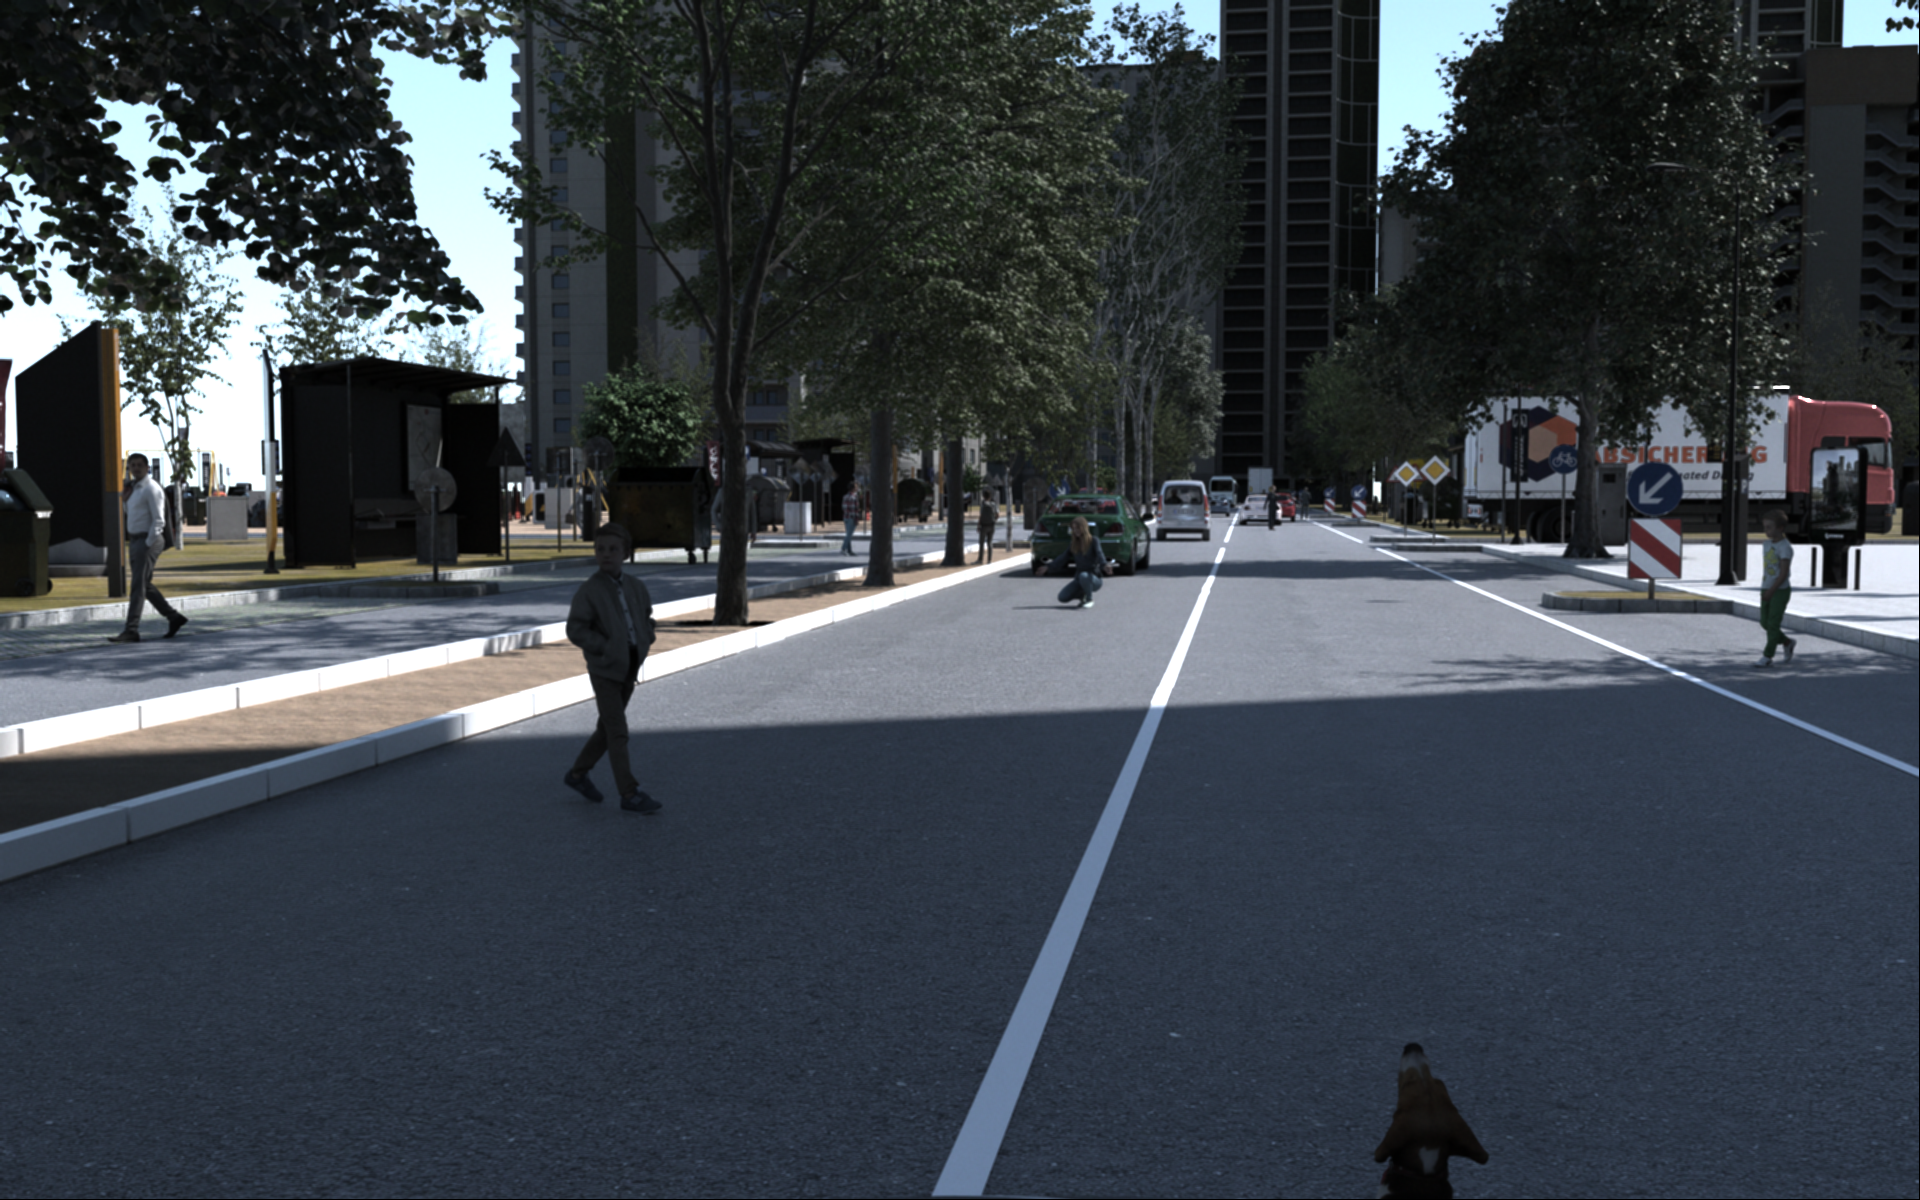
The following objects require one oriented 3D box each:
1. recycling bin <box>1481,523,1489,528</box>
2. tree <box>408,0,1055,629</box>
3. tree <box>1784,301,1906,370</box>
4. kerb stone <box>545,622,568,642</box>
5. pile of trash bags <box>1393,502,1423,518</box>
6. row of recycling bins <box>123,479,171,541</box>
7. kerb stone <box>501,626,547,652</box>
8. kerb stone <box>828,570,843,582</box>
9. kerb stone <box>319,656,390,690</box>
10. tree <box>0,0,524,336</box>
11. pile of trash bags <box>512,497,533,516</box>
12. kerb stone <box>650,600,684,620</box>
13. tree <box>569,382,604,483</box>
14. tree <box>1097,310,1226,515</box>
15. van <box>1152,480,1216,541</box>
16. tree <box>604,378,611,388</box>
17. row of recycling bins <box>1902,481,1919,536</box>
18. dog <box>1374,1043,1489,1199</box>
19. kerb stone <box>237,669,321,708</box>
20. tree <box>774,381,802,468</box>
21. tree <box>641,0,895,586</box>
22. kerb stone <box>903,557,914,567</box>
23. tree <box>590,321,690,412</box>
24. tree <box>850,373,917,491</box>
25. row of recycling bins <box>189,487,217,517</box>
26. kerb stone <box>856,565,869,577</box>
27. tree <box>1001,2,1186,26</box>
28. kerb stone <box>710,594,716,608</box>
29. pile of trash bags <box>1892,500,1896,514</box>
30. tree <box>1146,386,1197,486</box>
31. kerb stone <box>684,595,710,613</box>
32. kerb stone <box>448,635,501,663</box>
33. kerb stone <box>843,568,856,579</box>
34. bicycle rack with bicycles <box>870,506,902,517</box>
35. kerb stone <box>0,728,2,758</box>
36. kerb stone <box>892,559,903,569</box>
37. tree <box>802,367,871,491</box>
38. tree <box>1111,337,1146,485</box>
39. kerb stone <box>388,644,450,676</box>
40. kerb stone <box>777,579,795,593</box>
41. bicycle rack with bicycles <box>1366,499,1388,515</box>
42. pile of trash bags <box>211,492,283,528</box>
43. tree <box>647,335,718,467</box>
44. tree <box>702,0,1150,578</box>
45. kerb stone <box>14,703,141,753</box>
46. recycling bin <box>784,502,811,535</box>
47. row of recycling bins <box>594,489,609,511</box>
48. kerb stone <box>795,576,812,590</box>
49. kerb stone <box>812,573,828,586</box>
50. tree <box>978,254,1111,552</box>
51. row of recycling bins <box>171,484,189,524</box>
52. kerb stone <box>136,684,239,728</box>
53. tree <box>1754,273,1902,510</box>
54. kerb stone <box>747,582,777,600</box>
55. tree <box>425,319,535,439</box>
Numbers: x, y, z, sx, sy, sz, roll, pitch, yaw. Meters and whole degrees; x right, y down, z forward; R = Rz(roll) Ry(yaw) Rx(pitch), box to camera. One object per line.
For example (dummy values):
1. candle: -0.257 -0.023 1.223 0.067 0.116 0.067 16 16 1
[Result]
1. recycling bin: 20.512 -3.295 66.425 0.722 1.027 0.722 -2 4 -24
2. tree: -2.401 -5.513 18.358 9.928 11.665 9.643 0 3 0
3. tree: 35.913 -7.259 69.055 4.360 8.622 3.978 0 3 0
4. kerb stone: -3.946 0.313 17.078 0.120 0.150 1.000 1 4 9
5. pile of trash bags: 23.633 -4.910 90.035 1.912 1.369 3.447 1 4 9
6. row of recycling bins: -22.880 -2.428 46.813 1.069 1.692 3.534 0 4 5
7. kerb stone: -4.111 0.379 16.069 0.120 0.150 1.000 1 4 9
8. kerb stone: -2.126 -0.366 28.179 0.120 0.150 1.000 1 4 9
9. kerb stone: -4.611 0.564 13.040 0.120 0.150 1.000 1 4 9
10. tree: -4.821 -5.984 6.955 9.857 13.997 8.962 0 3 0
11. pile of trash bags: -25.473 -5.709 103.096 3.447 1.369 1.912 1 4 22
12. kerb stone: -3.448 0.128 20.103 0.120 0.150 1.000 1 4 9
13. tree: -23.085 -9.786 110.358 4.737 8.622 4.395 0 3 0
14. tree: 13.801 -12.843 119.088 9.857 13.997 8.962 0 3 0
15. van: 7.024 -2.893 54.308 2.013 2.044 4.112 1 4 8
16. tree: -15.491 -8.603 91.018 4.737 8.622 4.395 0 3 0
17. row of recycling bins: 31.086 -2.837 53.494 3.534 1.692 1.069 1 4 9
18. dog: 0.720 1.050 3.034 0.748 0.427 0.550 -2 4 -33
19. kerb stone: -4.774 0.622 12.031 0.120 0.150 1.000 1 4 9
20. tree: -8.288 -9.257 101.710 4.737 8.622 4.395 0 3 0
21. tree: -1.275 -6.512 27.053 7.486 12.596 7.792 0 3 0
22. kerb stone: -1.116 -0.731 34.244 0.120 0.150 1.000 1 4 9
23. tree: -13.245 -7.509 73.130 4.360 8.622 3.978 0 3 0
24. tree: -3.598 -8.338 86.685 4.360 8.622 3.978 0 3 0
25. row of recycling bins: -42.921 -5.424 95.798 3.534 1.692 1.069 -1 4 -13
26. kerb stone: -1.780 -0.484 30.199 0.120 0.150 1.000 1 4 9
27. tree: 3.749 -12.571 63.884 12.611 20.169 13.585 0 3 0
28. kerb stone: -3.110 0.007 22.119 0.120 0.150 1.000 1 4 9
29. pile of trash bags: 57.938 -6.161 110.482 3.447 1.369 1.912 3 5 41
30. tree: 13.214 -9.728 111.865 4.737 8.622 4.395 0 3 0
31. kerb stone: -3.284 0.066 21.112 0.120 0.150 1.000 1 4 9
32. kerb stone: -4.278 0.437 15.057 0.120 0.150 1.000 1 4 9
33. kerb stone: -1.958 -0.425 29.187 0.120 0.150 1.000 1 4 9
34. bicycle rack with bicycles: -4.163 -5.241 99.074 2.852 0.926 2.925 3 5 41
35. kerb stone: -5.287 0.808 8.980 0.120 0.150 1.000 1 4 9
36. kerb stone: -1.293 -0.673 33.237 0.120 0.150 1.000 1 4 9
37. tree: -5.491 -8.762 93.624 4.737 8.622 4.395 0 3 0
38. tree: 3.403 -6.227 54.637 4.737 8.622 4.395 0 3 0
39. kerb stone: -4.445 0.500 14.049 0.120 0.150 1.000 1 4 9
40. kerb stone: -2.621 -0.181 25.152 0.120 0.150 1.000 1 4 9
41. bicycle rack with bicycles: 30.185 -6.582 120.996 2.925 0.926 2.852 0 4 0
42. pile of trash bags: -27.130 -3.447 66.114 1.912 1.369 3.447 2 4 24
43. tree: -12.286 -7.898 79.501 4.737 8.622 4.395 0 3 0
44. tree: -0.148 -6.970 34.541 7.486 12.596 7.792 0 3 0
45. kerb stone: -5.114 0.746 10.001 0.120 0.150 1.000 1 4 9
46. recycling bin: -5.166 -2.608 55.194 0.722 1.027 0.722 1 4 9
47. row of recycling bins: -28.336 -7.811 134.825 3.534 1.692 1.069 1 4 20
48. kerb stone: -2.454 -0.242 26.160 0.120 0.150 1.000 1 4 9
49. kerb stone: -2.285 -0.304 27.169 0.120 0.150 1.000 1 4 9
50. tree: 1.215 -5.466 42.191 4.737 8.622 4.395 0 3 0
51. row of recycling bins: -34.490 -4.014 72.737 3.534 1.692 1.069 -2 4 -28
52. kerb stone: -4.948 0.684 11.019 0.120 0.150 1.000 1 4 9
53. tree: 28.354 -6.623 58.644 4.360 8.622 3.978 0 3 0
54. kerb stone: -2.781 -0.118 24.141 0.120 0.150 1.000 1 4 9
55. tree: -20.143 -7.435 71.931 4.360 8.622 3.978 0 3 0
